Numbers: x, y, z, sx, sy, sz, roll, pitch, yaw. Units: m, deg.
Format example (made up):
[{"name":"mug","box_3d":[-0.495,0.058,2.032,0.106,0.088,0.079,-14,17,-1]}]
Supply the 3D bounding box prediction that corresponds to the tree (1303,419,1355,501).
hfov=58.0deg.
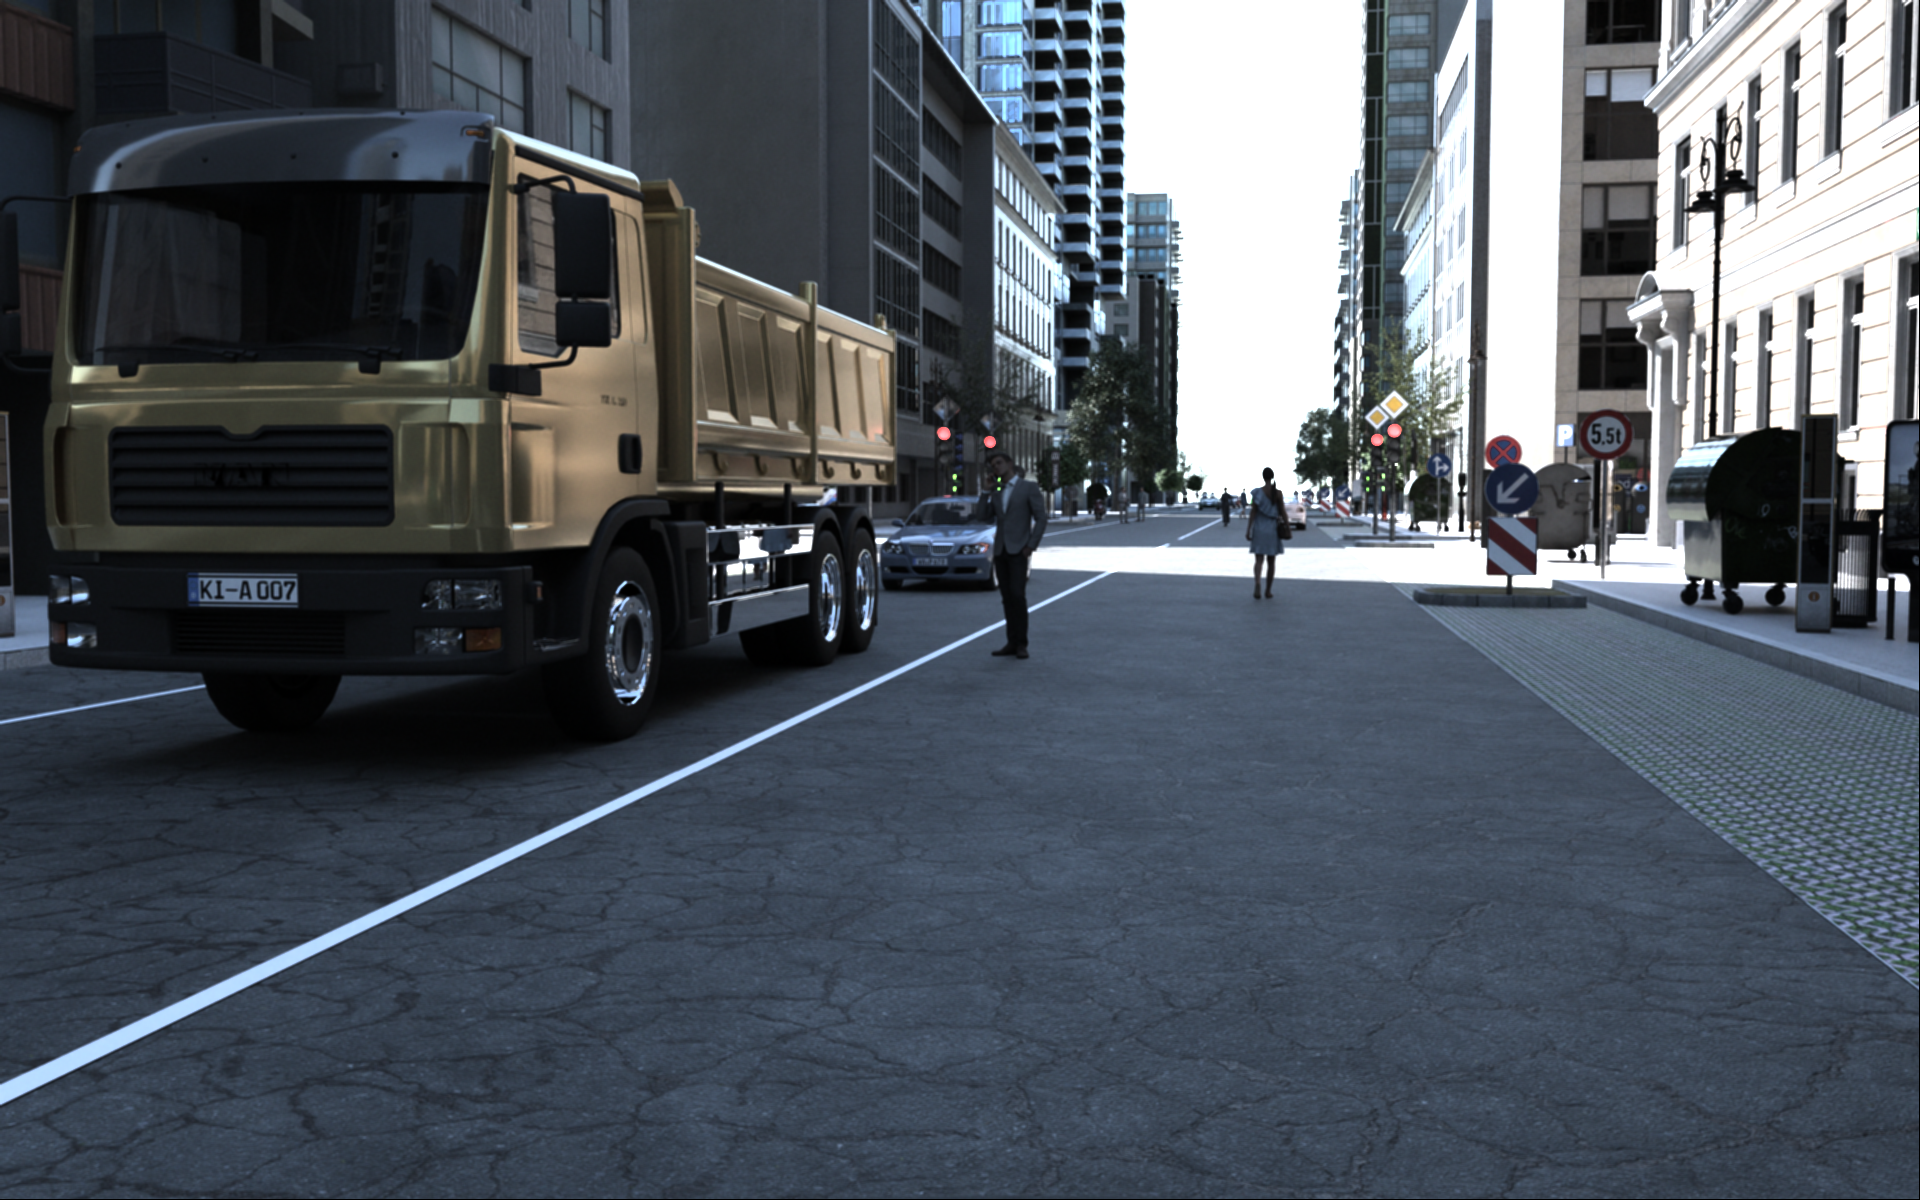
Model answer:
[{"name":"tree","box_3d":[36.043,-13.201,166.199,4.360,8.622,3.978,0,3,0]}]

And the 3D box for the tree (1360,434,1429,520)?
[{"name":"tree","box_3d":[21.610,-6.251,85.921,4.285,4.588,4.351,0,3,0]}]

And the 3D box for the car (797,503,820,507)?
[{"name":"car","box_3d":[-2.478,-0.502,20.785,1.945,1.354,3.894,1,4,10]}]

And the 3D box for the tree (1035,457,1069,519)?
[{"name":"tree","box_3d":[4.515,-5.774,89.013,1.663,3.219,1.824,0,3,0]}]

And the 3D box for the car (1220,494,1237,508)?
[{"name":"car","box_3d":[27.281,-10.070,176.645,2.014,1.417,4.499,1,4,10]}]

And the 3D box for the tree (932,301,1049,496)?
[{"name":"tree","box_3d":[0.946,-7.107,66.561,4.360,8.622,3.978,0,3,0]}]

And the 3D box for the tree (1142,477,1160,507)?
[{"name":"tree","box_3d":[19.460,-11.089,175.909,1.663,3.219,1.824,0,3,0]}]

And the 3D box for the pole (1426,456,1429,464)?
[{"name":"pole","box_3d":[24.455,-5.929,90.782,0.158,3.312,0.155,0,3,0]}]

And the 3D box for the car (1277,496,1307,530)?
[{"name":"car","box_3d":[13.101,-3.562,70.599,2.083,1.381,4.827,1,4,9]}]

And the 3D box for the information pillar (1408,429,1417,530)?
[{"name":"information pillar","box_3d":[16.166,-4.305,61.740,0.183,3.616,0.504,0,4,-1]}]

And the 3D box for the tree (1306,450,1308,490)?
[{"name":"tree","box_3d":[33.782,-12.658,157.319,4.737,8.622,4.395,0,3,0]}]

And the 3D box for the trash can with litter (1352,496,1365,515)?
[{"name":"trash can with litter","box_3d":[23.958,-5.681,104.275,0.624,1.170,1.055,2,4,27]}]

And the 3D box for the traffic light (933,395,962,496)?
[{"name":"traffic light","box_3d":[-0.379,-3.673,48.971,0.839,4.253,0.868,1,4,10]}]

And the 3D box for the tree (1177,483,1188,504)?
[{"name":"tree","box_3d":[29.373,-14.370,229.549,1.663,3.219,1.824,0,3,0]}]

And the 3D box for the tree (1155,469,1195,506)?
[{"name":"tree","box_3d":[24.812,-13.371,202.330,4.285,4.588,4.351,0,3,0]}]

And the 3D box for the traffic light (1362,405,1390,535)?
[{"name":"traffic light","box_3d":[13.116,-4.021,54.659,0.839,4.253,0.868,1,4,10]}]

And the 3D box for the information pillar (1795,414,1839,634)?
[{"name":"information pillar","box_3d":[7.941,-0.707,16.051,0.304,2.012,0.304,2,4,28]}]

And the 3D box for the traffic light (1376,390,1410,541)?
[{"name":"traffic light","box_3d":[11.688,-3.540,46.802,0.839,4.253,0.868,1,4,10]}]

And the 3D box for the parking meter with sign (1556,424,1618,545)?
[{"name":"parking meter with sign","box_3d":[15.930,-2.914,43.904,1.738,3.016,0.543,-2,4,-29]}]

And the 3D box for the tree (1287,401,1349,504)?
[{"name":"tree","box_3d":[44.557,-18.117,213.218,9.611,12.733,9.660,0,3,0]}]

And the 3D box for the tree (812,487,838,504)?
[{"name":"tree","box_3d":[-3.637,-3.037,44.249,1.663,3.219,1.824,0,3,0]}]

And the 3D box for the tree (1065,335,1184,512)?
[{"name":"tree","box_3d":[11.366,-12.698,124.613,9.611,12.733,9.660,0,3,0]}]

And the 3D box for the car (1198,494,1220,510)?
[{"name":"car","box_3d":[22.395,-8.782,155.388,2.131,1.459,4.920,1,4,9]}]

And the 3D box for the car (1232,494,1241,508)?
[{"name":"car","box_3d":[29.011,-10.747,184.750,2.155,1.783,4.494,1,4,12]}]

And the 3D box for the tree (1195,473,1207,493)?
[{"name":"tree","box_3d":[33.688,-16.174,248.157,4.285,4.588,4.351,0,3,0]}]

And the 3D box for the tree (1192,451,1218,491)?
[{"name":"tree","box_3d":[40.567,-20.636,287.760,4.360,8.622,3.978,0,3,0]}]

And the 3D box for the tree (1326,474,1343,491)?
[{"name":"tree","box_3d":[37.577,-10.788,170.977,1.663,3.219,1.824,0,3,0]}]

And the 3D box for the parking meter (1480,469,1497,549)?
[{"name":"parking meter","box_3d":[12.443,-2.142,40.726,0.255,1.863,0.399,3,5,43]}]

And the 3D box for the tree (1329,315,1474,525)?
[{"name":"tree","box_3d":[18.695,-7.410,71.516,4.737,8.622,4.395,0,3,0]}]

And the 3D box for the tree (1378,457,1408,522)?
[{"name":"tree","box_3d":[20.056,-5.176,79.233,1.663,3.219,1.824,0,3,0]}]

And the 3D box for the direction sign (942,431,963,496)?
[{"name":"direction sign","box_3d":[-0.273,-4.293,62.189,0.876,3.537,0.379,-2,4,-32]}]

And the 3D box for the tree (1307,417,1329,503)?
[{"name":"tree","box_3d":[26.748,-10.201,117.149,4.737,8.622,4.395,0,3,0]}]

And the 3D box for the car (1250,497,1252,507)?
[{"name":"car","box_3d":[34.398,-11.674,199.658,1.959,1.807,4.718,1,4,12]}]

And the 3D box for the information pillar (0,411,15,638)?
[{"name":"information pillar","box_3d":[-8.672,-0.668,15.409,0.304,2.012,0.304,1,4,17]}]

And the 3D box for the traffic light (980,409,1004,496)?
[{"name":"traffic light","box_3d":[1.049,-4.153,56.828,0.839,4.253,0.868,1,4,10]}]

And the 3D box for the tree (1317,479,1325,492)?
[{"name":"tree","box_3d":[40.851,-12.174,193.649,1.663,3.219,1.824,0,3,0]}]

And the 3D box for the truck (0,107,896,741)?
[{"name":"truck","box_3d":[-2.737,-1.004,12.348,3.469,3.379,9.791,1,4,11]}]

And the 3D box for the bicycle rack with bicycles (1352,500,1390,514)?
[{"name":"bicycle rack with bicycles","box_3d":[27.366,-6.173,114.312,2.852,0.926,2.925,0,4,-3]}]

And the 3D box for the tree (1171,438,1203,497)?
[{"name":"tree","box_3d":[28.483,-16.494,220.038,4.737,8.622,4.395,0,3,0]}]

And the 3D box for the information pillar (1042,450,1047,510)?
[{"name":"information pillar","box_3d":[4.400,-6.135,91.664,0.183,3.616,0.504,0,4,6]}]

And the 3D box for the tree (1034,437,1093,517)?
[{"name":"tree","box_3d":[5.871,-7.071,99.320,4.285,4.588,4.351,0,3,0]}]

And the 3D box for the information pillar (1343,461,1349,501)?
[{"name":"information pillar","box_3d":[27.386,-8.050,122.967,0.504,3.616,0.183,-2,4,-33]}]

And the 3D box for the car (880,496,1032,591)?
[{"name":"car","box_3d":[0.021,-0.939,27.362,2.014,1.417,4.499,1,4,12]}]
